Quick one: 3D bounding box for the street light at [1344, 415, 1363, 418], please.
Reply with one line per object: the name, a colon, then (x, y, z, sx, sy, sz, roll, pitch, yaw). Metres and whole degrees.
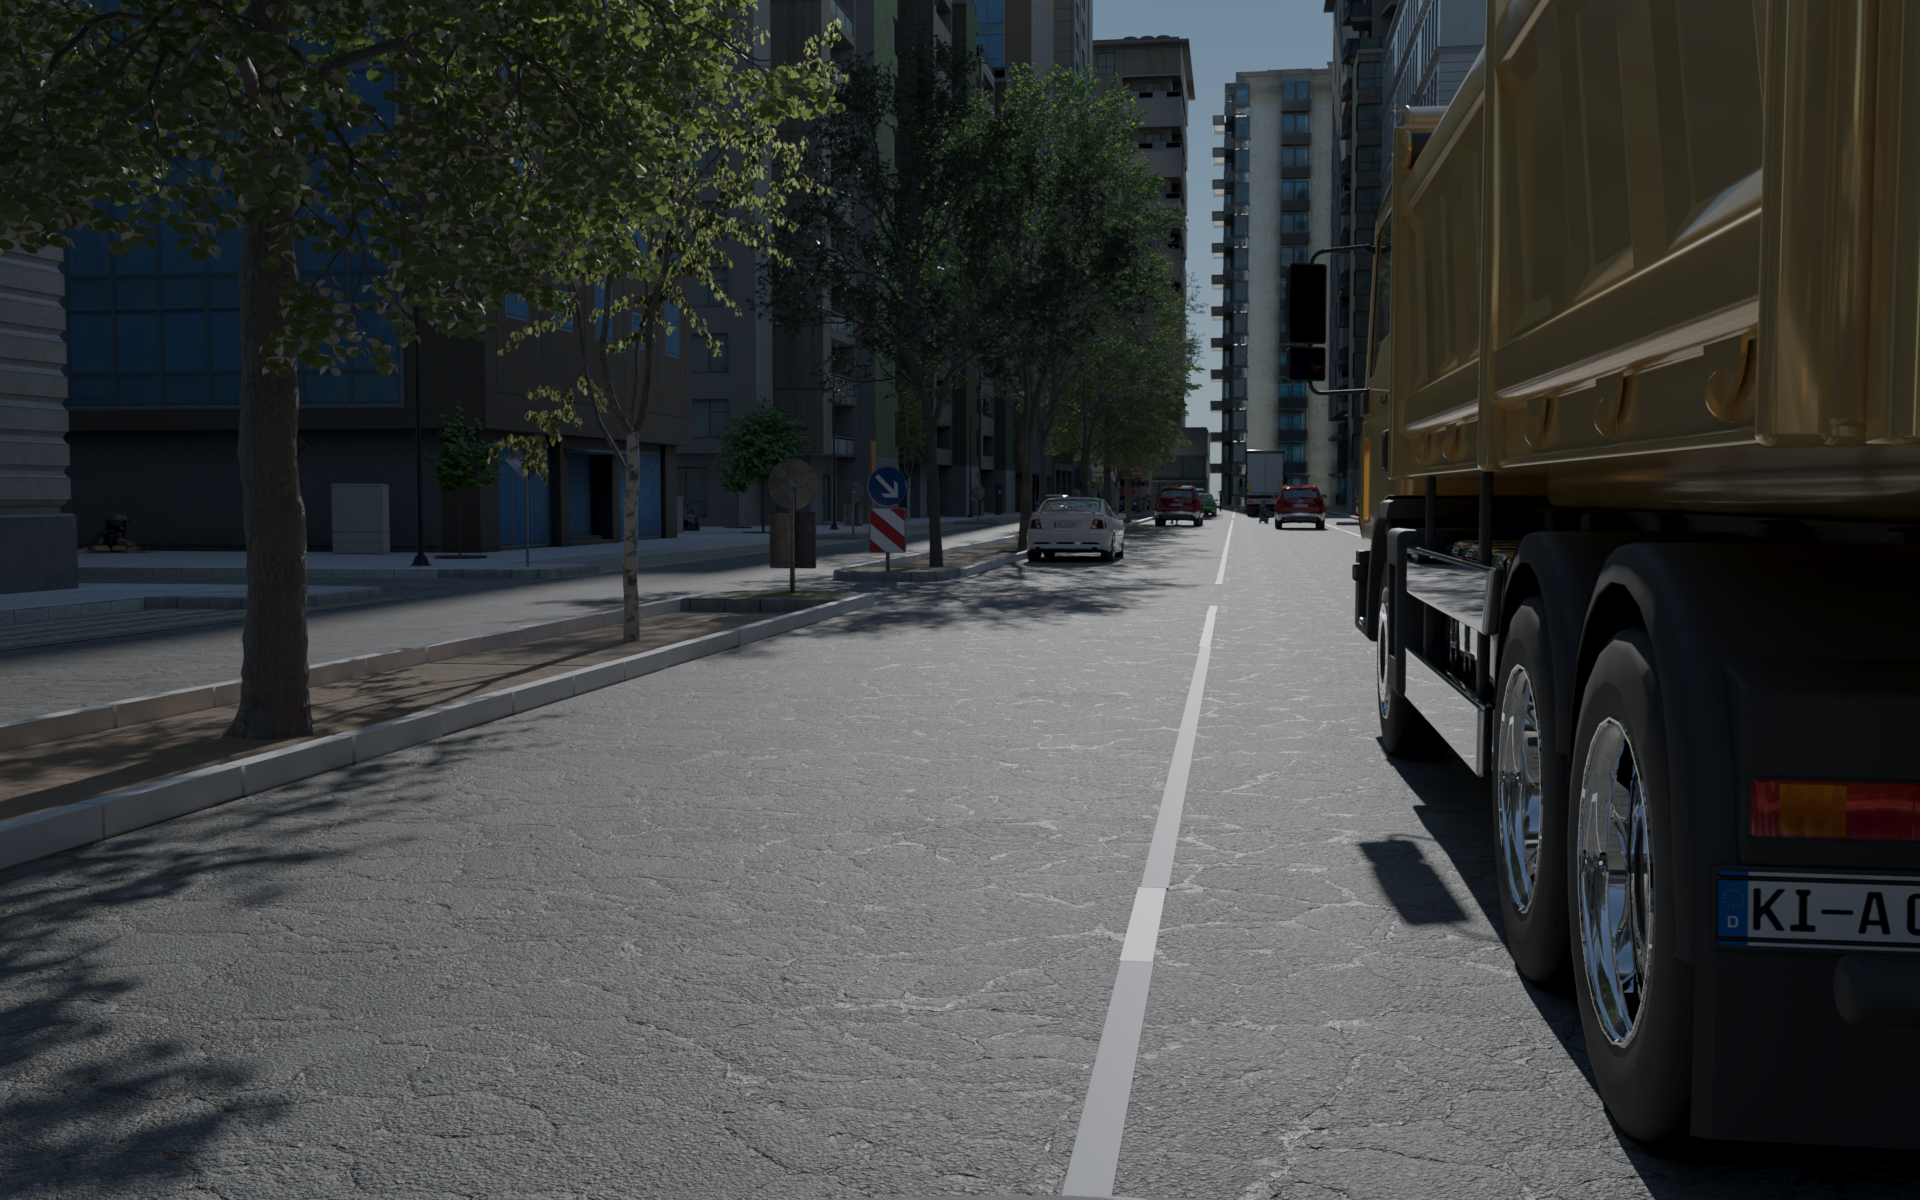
street light: (23.254, -7.900, 101.712, 1.470, 5.913, 1.316, 1, 4, 9)

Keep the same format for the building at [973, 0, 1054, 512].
building: (-0.785, -29.196, 127.470, 14.600, 45.320, 14.200, 1, 4, 9)

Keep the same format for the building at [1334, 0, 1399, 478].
building: (40.603, -29.229, 132.515, 22.147, 44.769, 28.867, 1, 4, 9)

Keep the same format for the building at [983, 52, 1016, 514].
building: (-4.211, -20.883, 113.142, 14.160, 30.474, 14.107, 1, 4, 9)

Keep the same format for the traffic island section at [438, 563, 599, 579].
traffic island section: (-7.675, -0.513, 30.675, 2.009, 0.180, 2.903, 1, 4, 9)

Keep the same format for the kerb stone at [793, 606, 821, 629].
kerb stone: (-1.725, 0.204, 18.865, 0.120, 0.150, 1.000, 1, 4, 9)

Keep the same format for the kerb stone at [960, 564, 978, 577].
kerb stone: (0.140, -0.505, 30.480, 0.120, 0.150, 1.000, 1, 4, 9)

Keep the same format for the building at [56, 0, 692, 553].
building: (-15.837, -24.089, 43.963, 14.600, 45.320, 14.200, 1, 4, 9)

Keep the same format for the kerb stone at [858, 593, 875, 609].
kerb stone: (-1.239, 0.018, 21.906, 0.120, 0.150, 1.000, 1, 4, 9)

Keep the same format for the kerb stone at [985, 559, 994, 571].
kerb stone: (0.457, -0.631, 32.508, 0.120, 0.150, 1.000, 1, 4, 9)

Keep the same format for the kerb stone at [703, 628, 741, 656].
kerb stone: (-2.226, 0.393, 15.814, 0.120, 0.150, 1.000, 1, 4, 9)

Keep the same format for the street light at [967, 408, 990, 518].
street light: (1.097, -7.427, 93.974, 1.470, 5.913, 1.316, 1, 4, 9)

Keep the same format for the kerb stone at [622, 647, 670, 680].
kerb stone: (-2.545, 0.517, 13.777, 0.120, 0.150, 1.000, 1, 4, 9)

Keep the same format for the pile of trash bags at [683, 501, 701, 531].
pile of trash bags: (-10.709, -3.050, 59.620, 1.912, 1.369, 3.447, 3, 4, 38)

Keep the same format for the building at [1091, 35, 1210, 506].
building: (15.287, -37.496, 202.301, 27.495, 52.752, 28.713, 1, 4, 9)

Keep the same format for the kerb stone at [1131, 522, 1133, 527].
kerb stone: (7.300, -3.231, 75.029, 0.120, 0.150, 1.000, 1, 4, 9)

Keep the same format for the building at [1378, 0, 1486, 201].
building: (27.527, -18.854, 85.752, 11.434, 29.767, 29.804, 1, 4, 9)

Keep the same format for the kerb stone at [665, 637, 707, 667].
kerb stone: (-2.389, 0.453, 14.794, 0.120, 0.150, 1.000, 1, 4, 9)

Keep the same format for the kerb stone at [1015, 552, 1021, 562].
kerb stone: (1.108, -0.877, 36.557, 0.120, 0.150, 1.000, 1, 4, 9)

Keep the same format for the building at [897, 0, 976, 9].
building: (-6.913, -19.776, 95.044, 14.160, 30.474, 14.107, 1, 4, 9)

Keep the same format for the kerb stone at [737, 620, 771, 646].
kerb stone: (-2.052, 0.328, 16.826, 0.120, 0.150, 1.000, 1, 4, 9)

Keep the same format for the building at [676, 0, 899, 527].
building: (-10.850, -23.817, 73.009, 14.154, 41.232, 14.086, 1, 4, 9)

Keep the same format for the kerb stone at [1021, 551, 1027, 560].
kerb stone: (1.275, -0.940, 37.566, 0.120, 0.150, 1.000, 1, 4, 9)

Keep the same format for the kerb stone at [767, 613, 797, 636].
kerb stone: (-1.891, 0.267, 17.839, 0.120, 0.150, 1.000, 1, 4, 9)

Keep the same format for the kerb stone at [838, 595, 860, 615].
kerb stone: (-1.407, 0.080, 20.894, 0.120, 0.150, 1.000, 1, 4, 9)

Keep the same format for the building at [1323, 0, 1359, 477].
building: (48.582, -34.911, 160.033, 28.713, 52.752, 27.495, 1, 4, 9)

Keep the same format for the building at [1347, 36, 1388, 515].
building: (32.378, -20.842, 112.462, 14.160, 30.474, 14.107, 1, 4, 9)

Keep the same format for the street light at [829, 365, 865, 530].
street light: (-3.999, -5.481, 62.151, 1.470, 5.913, 1.316, 1, 4, 9)

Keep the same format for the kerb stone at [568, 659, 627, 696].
kerb stone: (-2.708, 0.577, 12.768, 0.120, 0.150, 1.000, 1, 4, 9)

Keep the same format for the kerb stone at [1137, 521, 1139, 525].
kerb stone: (7.948, -3.479, 79.079, 0.120, 0.150, 1.000, 1, 4, 9)

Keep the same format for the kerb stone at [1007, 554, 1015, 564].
kerb stone: (0.950, -0.816, 35.544, 0.120, 0.150, 1.000, 1, 4, 9)

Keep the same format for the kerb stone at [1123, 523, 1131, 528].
kerb stone: (7.130, -3.169, 74.016, 0.120, 0.150, 1.000, 1, 4, 9)

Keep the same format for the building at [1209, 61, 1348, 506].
building: (43.629, -35.147, 194.262, 30.456, 49.044, 23.786, 1, 4, 9)

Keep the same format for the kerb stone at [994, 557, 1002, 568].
kerb stone: (0.628, -0.691, 33.516, 0.120, 0.150, 1.000, 1, 4, 9)

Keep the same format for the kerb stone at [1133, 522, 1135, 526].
kerb stone: (7.463, -3.294, 76.045, 0.120, 0.150, 1.000, 1, 4, 9)

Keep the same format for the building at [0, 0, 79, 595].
building: (-21.880, -11.665, 19.609, 19.941, 23.489, 11.050, 1, 4, 9)

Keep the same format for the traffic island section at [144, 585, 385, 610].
traffic island section: (-8.942, -0.031, 22.790, 2.009, 0.180, 2.903, 1, 4, 9)

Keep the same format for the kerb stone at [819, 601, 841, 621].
kerb stone: (-1.563, 0.141, 19.882, 0.120, 0.150, 1.000, 1, 4, 9)

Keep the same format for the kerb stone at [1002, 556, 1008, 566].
kerb stone: (0.784, -0.754, 34.531, 0.120, 0.150, 1.000, 1, 4, 9)

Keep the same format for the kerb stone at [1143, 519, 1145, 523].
kerb stone: (8.758, -3.790, 84.160, 0.120, 0.150, 1.000, 1, 4, 9)

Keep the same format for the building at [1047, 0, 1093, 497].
building: (2.005, -44.745, 169.824, 20.611, 71.187, 20.563, 1, 4, 9)

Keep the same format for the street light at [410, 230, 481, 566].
street light: (-9.094, -3.554, 30.657, 1.470, 5.913, 1.316, 1, 4, 9)

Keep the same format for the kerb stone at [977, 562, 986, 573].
kerb stone: (0.293, -0.568, 31.490, 0.120, 0.150, 1.000, 1, 4, 9)
